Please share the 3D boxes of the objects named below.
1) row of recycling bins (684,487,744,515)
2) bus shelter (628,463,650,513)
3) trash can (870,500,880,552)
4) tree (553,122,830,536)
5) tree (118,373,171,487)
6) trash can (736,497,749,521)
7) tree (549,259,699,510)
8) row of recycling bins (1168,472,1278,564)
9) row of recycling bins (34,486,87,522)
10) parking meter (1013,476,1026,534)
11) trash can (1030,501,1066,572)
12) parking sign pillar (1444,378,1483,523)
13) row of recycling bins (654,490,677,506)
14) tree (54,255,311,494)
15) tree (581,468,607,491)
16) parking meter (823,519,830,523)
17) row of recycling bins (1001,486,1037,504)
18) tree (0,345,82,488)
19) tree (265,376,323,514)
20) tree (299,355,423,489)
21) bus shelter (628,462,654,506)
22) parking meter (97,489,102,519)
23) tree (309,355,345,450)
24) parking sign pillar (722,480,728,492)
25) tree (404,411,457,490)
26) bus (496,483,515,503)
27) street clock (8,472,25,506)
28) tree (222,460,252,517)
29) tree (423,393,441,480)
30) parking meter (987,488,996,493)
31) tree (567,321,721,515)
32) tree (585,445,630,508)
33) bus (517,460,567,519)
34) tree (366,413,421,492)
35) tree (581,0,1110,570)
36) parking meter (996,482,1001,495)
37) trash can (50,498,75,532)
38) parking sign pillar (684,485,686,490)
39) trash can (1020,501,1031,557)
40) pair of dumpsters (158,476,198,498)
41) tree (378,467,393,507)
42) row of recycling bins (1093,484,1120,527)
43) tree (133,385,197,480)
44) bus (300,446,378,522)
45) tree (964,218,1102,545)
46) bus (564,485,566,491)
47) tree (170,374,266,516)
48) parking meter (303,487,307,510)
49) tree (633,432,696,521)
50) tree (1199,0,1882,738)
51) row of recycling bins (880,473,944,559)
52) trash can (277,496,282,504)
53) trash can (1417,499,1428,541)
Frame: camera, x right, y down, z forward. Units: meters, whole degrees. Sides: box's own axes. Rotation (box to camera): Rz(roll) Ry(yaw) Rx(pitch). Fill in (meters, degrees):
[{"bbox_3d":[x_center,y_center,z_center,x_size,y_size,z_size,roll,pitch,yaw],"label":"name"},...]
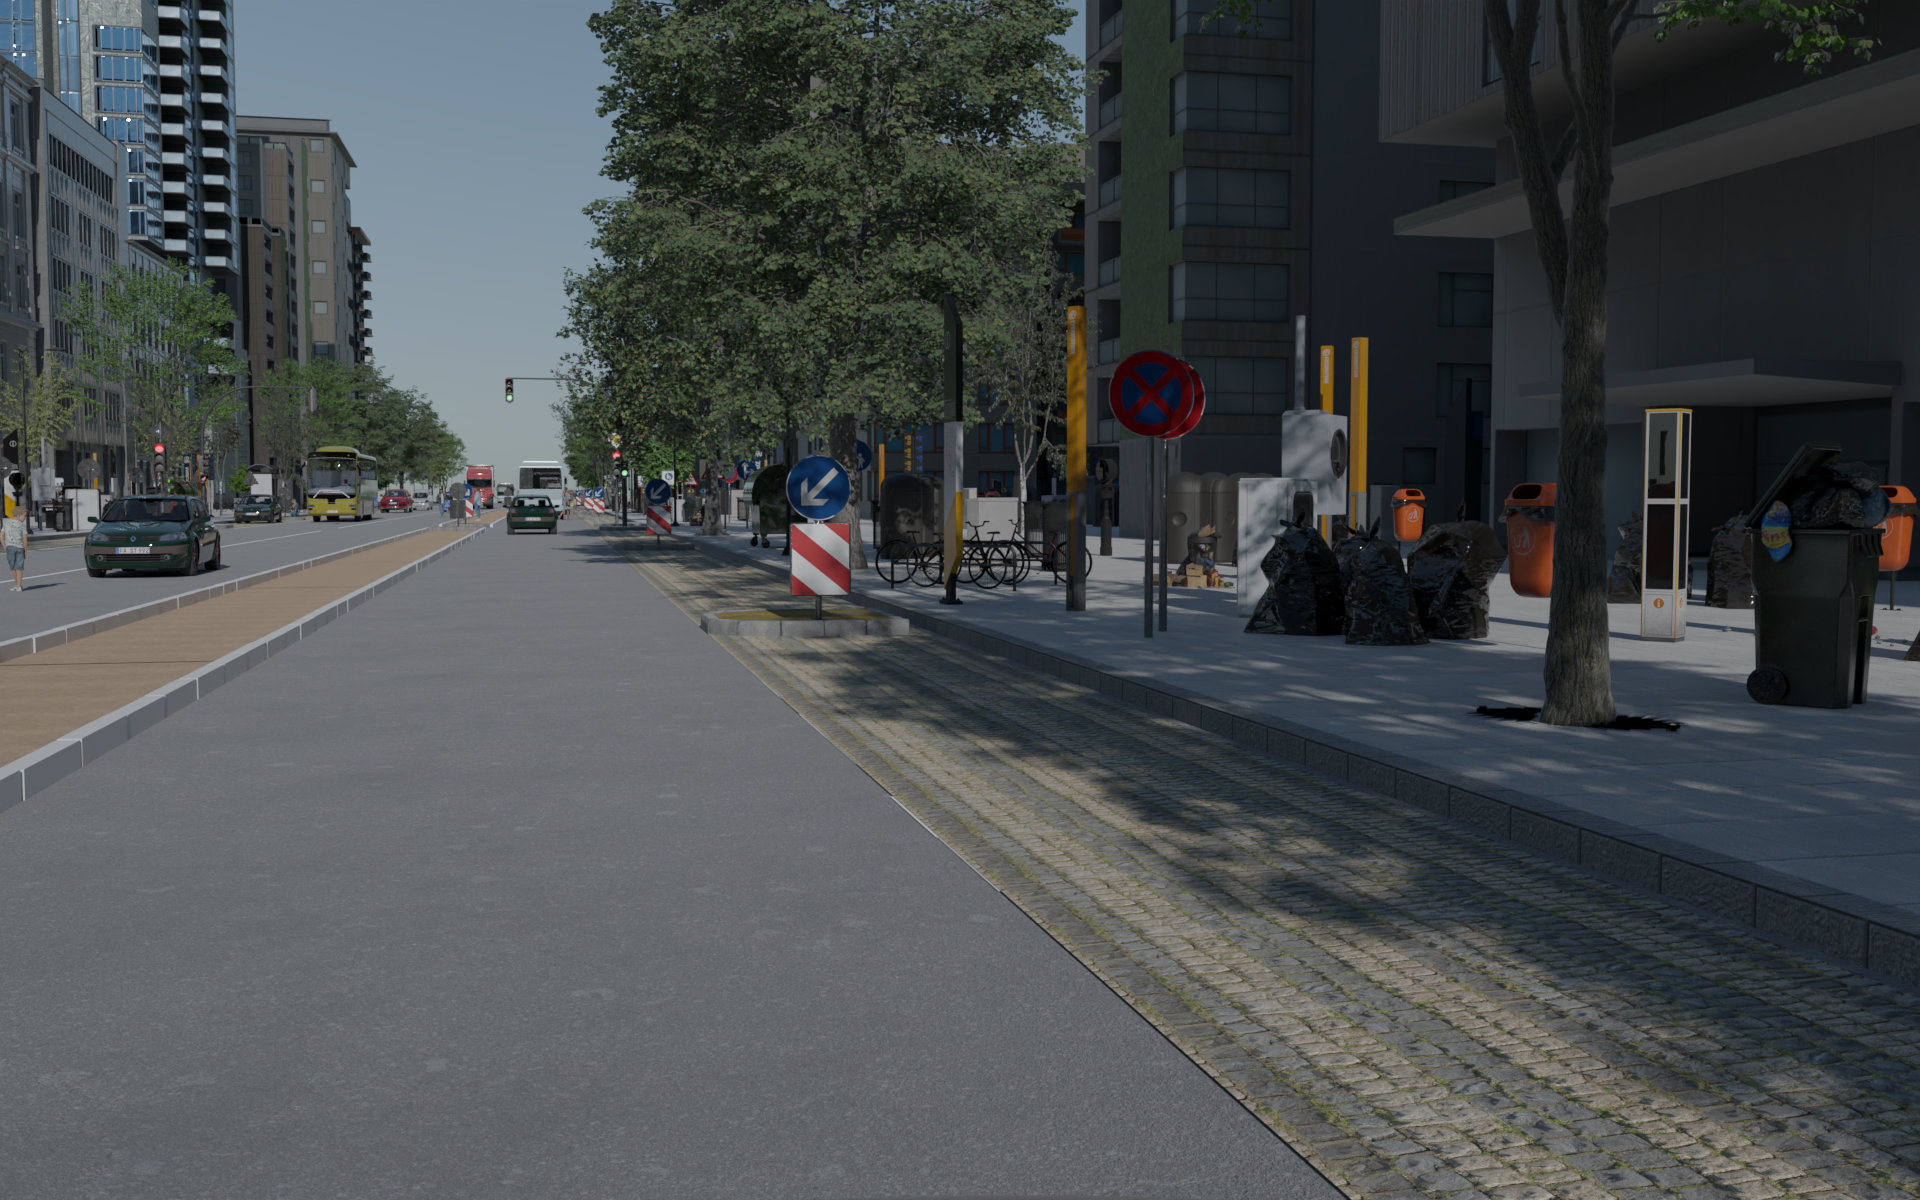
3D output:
[{"bbox_3d":[-15.358,-6.105,106.935,3.534,1.692,1.069,0,4,7],"label":"row of recycling bins"},{"bbox_3d":[-21.935,-8.710,120.033,2.179,5.291,8.768,-1,4,-13],"label":"bus shelter"},{"bbox_3d":[-1.639,-1.649,38.612,0.748,1.137,0.748,0,3,0],"label":"trash can"},{"bbox_3d":[-7.787,-8.342,53.399,9.611,12.733,9.660,0,3,0],"label":"tree"},{"bbox_3d":[-49.091,-9.519,105.997,4.360,8.622,3.978,0,3,0],"label":"tree"},{"bbox_3d":[-10.367,-4.361,82.961,0.748,1.137,0.748,0,3,0],"label":"trash can"},{"bbox_3d":[-26.129,-17.241,137.772,12.611,20.169,13.585,0,3,0],"label":"tree"},{"bbox_3d":[5.063,-1.578,32.913,1.069,1.692,3.534,3,5,41],"label":"row of recycling bins"},{"bbox_3d":[-41.709,-4.479,80.340,1.069,1.692,3.534,0,4,4],"label":"row of recycling bins"},{"bbox_3d":[1.923,-3.072,55.944,0.255,1.863,0.399,3,4,37],"label":"parking meter"},{"bbox_3d":[1.665,-1.038,28.624,0.748,1.137,0.748,0,3,0],"label":"trash can"},{"bbox_3d":[11.887,-3.208,40.928,1.447,3.967,1.447,0,4,-5],"label":"parking sign pillar"},{"bbox_3d":[-24.274,-8.518,146.382,3.534,1.692,1.069,-1,4,-17],"label":"row of recycling bins"},{"bbox_3d":[-35.335,-9.225,76.581,9.928,11.665,9.643,0,3,0],"label":"tree"},{"bbox_3d":[-45.047,-14.082,213.956,4.285,4.588,4.351,0,3,0],"label":"tree"},{"bbox_3d":[-3.394,-2.433,45.490,0.255,1.863,0.399,3,5,41],"label":"parking meter"},{"bbox_3d":[2.925,-4.857,86.532,1.069,1.692,3.534,-1,4,-19],"label":"row of recycling bins"},{"bbox_3d":[-45.056,-8.216,84.687,4.737,8.622,4.395,0,3,0],"label":"tree"},{"bbox_3d":[-42.385,-9.681,108.653,4.360,8.622,3.978,0,3,0],"label":"tree"},{"bbox_3d":[-55.015,-15.377,158.072,9.857,13.997,8.962,0,3,0],"label":"tree"},{"bbox_3d":[-23.607,-8.382,128.335,1.731,3.624,6.357,-1,4,-13],"label":"bus shelter"},{"bbox_3d":[-41.416,-4.569,83.108,0.372,1.533,0.369,0,3,0],"label":"parking meter"},{"bbox_3d":[-48.501,-12.447,129.260,9.928,11.665,9.643,0,3,0],"label":"tree"},{"bbox_3d":[-20.165,-9.821,149.046,1.447,3.967,1.447,-1,4,-18],"label":"parking sign pillar"},{"bbox_3d":[-72.900,-19.523,237.325,7.486,12.596,7.792,0,3,0],"label":"tree"},{"bbox_3d":[-71.406,-16.957,272.112,2.948,3.499,13.247,-1,4,-15],"label":"bus"},{"bbox_3d":[-31.510,-3.263,57.923,0.358,2.002,0.471,2,4,25],"label":"street clock"},{"bbox_3d":[-40.433,-6.301,97.617,1.663,3.219,1.824,0,3,0],"label":"tree"},{"bbox_3d":[-65.482,-18.089,202.408,9.857,13.997,8.962,0,3,0],"label":"tree"},{"bbox_3d":[1.309,-3.903,72.221,0.372,1.533,0.369,0,3,0],"label":"parking meter"},{"bbox_3d":[-16.028,-9.635,91.941,8.767,10.594,7.601,1,4,11],"label":"tree"},{"bbox_3d":[-30.342,-12.513,154.949,4.360,8.622,3.978,0,3,0],"label":"tree"},{"bbox_3d":[-24.733,-6.584,102.513,2.948,3.499,13.247,-1,4,-13],"label":"bus"},{"bbox_3d":[-61.990,-15.483,187.562,8.767,10.594,7.601,1,4,19],"label":"tree"},{"bbox_3d":[-1.918,-7.488,29.082,9.857,13.997,8.962,0,3,0],"label":"tree"},{"bbox_3d":[1.815,-4.623,81.297,0.255,1.863,0.399,0,3,0],"label":"parking meter"},{"bbox_3d":[-30.487,-2.888,58.867,0.748,1.137,0.748,0,3,0],"label":"trash can"},{"bbox_3d":[-20.465,-8.505,127.533,1.447,3.967,1.447,0,4,-1],"label":"parking sign pillar"},{"bbox_3d":[1.581,-1.409,34.695,0.748,1.137,0.748,0,3,0],"label":"trash can"},{"bbox_3d":[-40.959,-5.396,90.713,1.574,2.255,4.437,-1,4,-13],"label":"pair of dumpsters"},{"bbox_3d":[-59.233,-11.728,175.464,4.285,4.588,4.351,0,3,0],"label":"tree"},{"bbox_3d":[6.414,-3.785,68.996,1.069,1.692,3.534,3,4,38],"label":"row of recycling bins"},{"bbox_3d":[-52.896,-10.094,115.405,4.737,8.622,4.395,0,3,0],"label":"tree"},{"bbox_3d":[-32.870,-6.163,92.320,2.896,3.916,12.252,-1,4,-14],"label":"bus"},{"bbox_3d":[1.578,-5.654,42.810,4.360,8.622,3.978,0,3,0],"label":"tree"},{"bbox_3d":[-38.509,-10.286,163.029,2.948,3.499,13.247,-1,4,-14],"label":"bus"},{"bbox_3d":[-43.660,-9.269,101.906,4.360,8.622,3.978,0,3,0],"label":"tree"},{"bbox_3d":[-54.172,-8.410,143.219,0.255,1.863,0.399,-2,4,-30],"label":"parking meter"},{"bbox_3d":[-14.131,-6.064,82.867,4.285,4.588,4.351,0,3,0],"label":"tree"},{"bbox_3d":[3.291,-5.115,9.392,9.928,11.665,9.643,0,3,0],"label":"tree"},{"bbox_3d":[-0.891,-1.750,35.724,1.069,1.692,3.534,1,4,10],"label":"row of recycling bins"},{"bbox_3d":[-53.280,-7.588,135.716,0.748,1.137,0.748,0,3,0],"label":"trash can"},{"bbox_3d":[12.441,-2.194,47.521,0.748,1.137,0.748,0,3,0],"label":"trash can"}]
